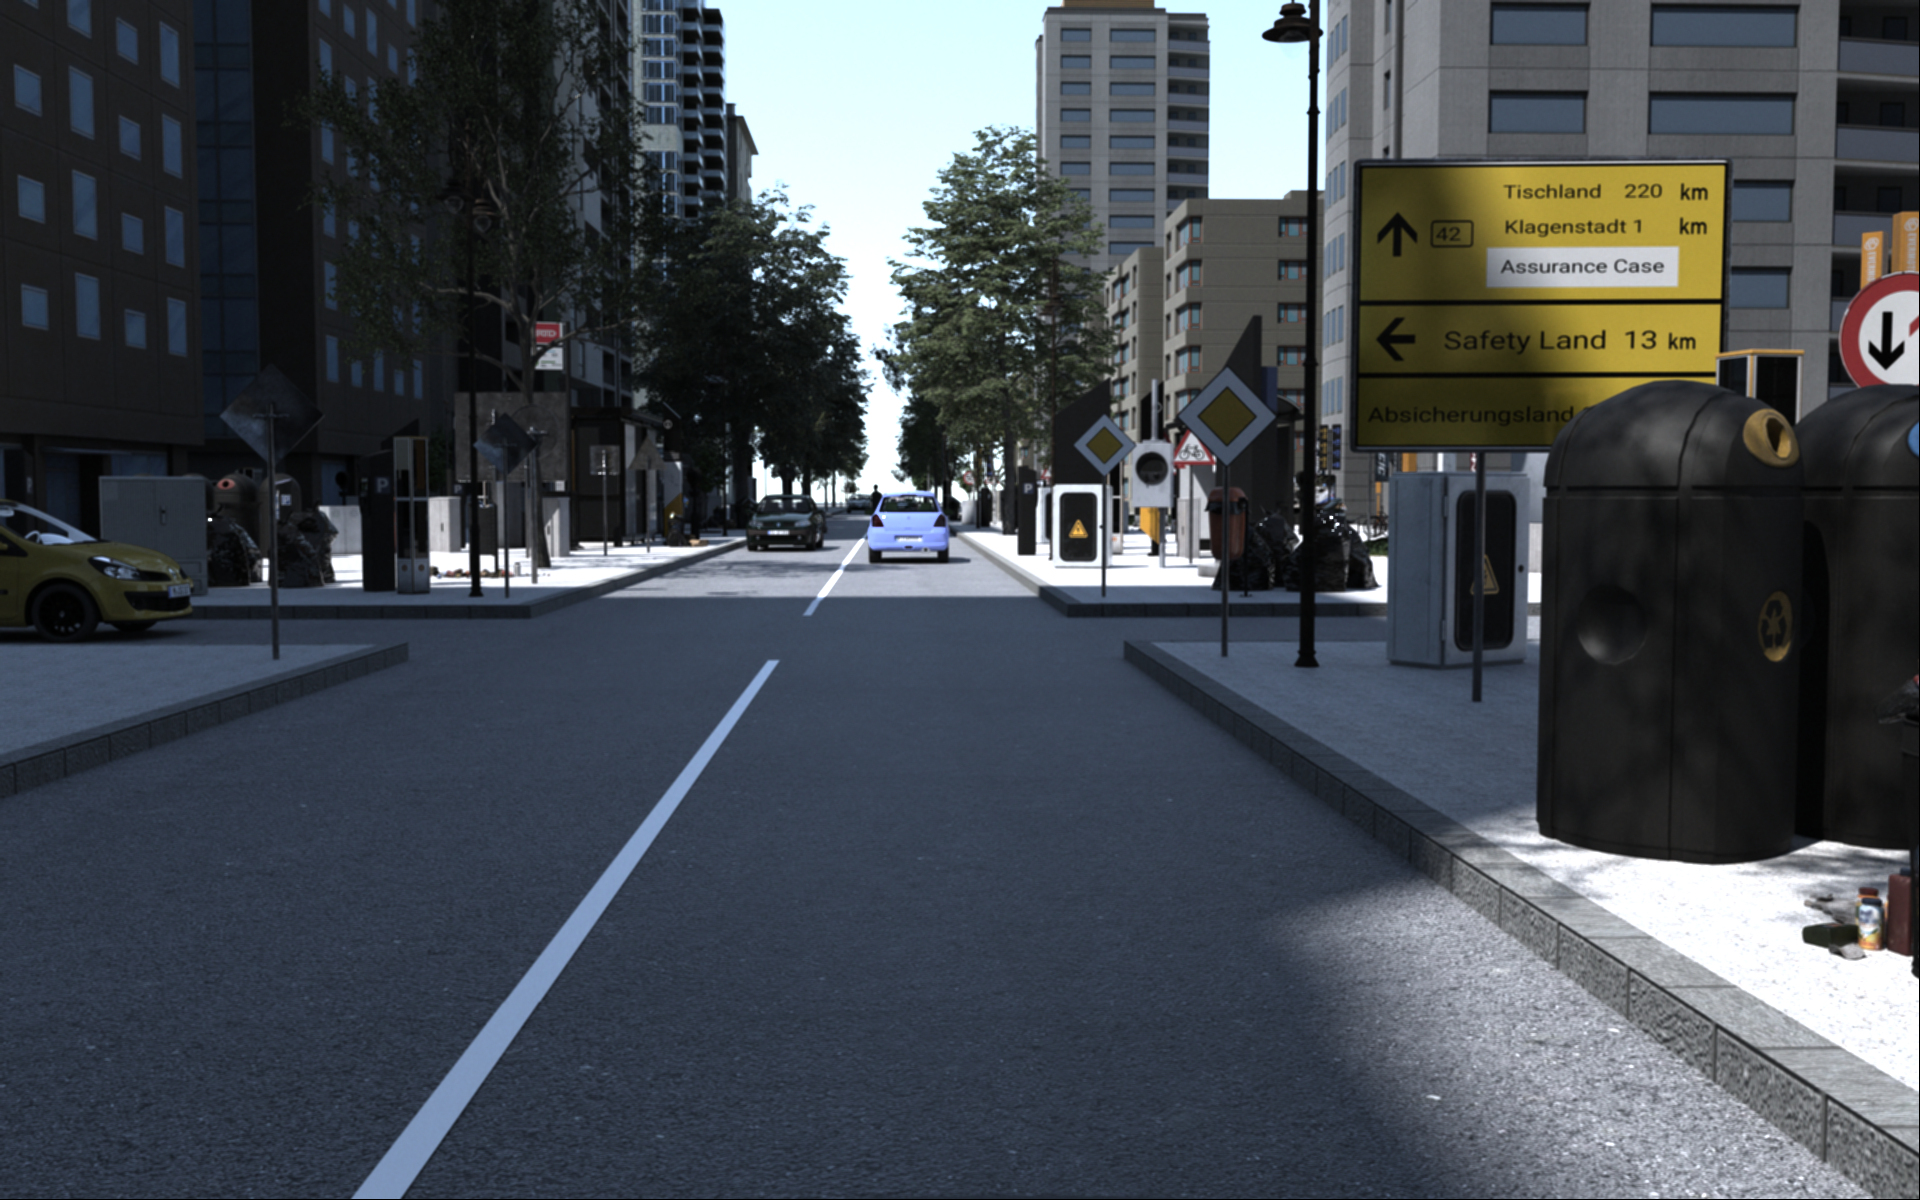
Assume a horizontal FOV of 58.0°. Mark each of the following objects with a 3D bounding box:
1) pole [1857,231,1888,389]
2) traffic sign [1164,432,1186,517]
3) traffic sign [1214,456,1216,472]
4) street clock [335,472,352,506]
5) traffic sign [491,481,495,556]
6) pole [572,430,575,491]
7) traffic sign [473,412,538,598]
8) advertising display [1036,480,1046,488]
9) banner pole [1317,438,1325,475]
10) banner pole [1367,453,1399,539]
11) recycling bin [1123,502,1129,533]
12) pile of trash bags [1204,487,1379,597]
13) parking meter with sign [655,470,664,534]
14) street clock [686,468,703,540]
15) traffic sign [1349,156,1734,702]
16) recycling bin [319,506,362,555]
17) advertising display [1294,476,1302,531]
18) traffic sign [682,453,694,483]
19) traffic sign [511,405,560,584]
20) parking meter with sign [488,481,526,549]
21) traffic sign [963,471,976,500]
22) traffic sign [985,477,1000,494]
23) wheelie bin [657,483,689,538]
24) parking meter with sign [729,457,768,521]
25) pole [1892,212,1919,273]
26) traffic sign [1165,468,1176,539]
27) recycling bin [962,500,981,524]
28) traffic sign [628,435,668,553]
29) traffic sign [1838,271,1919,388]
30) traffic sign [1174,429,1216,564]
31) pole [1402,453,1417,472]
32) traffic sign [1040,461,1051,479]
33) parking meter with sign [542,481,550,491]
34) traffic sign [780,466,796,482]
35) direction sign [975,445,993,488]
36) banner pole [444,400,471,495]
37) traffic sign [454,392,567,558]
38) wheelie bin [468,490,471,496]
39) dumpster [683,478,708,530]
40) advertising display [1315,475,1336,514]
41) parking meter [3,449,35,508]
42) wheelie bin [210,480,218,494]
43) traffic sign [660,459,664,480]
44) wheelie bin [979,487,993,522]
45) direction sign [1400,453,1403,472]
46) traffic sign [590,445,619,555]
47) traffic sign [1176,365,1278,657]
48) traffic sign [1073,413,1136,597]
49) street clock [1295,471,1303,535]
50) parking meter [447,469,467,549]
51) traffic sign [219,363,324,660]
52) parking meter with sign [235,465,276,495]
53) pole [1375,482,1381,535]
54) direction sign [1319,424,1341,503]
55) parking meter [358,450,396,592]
[{"bbox_3d":[7.139,-1.209,13.603,0.158,3.312,0.155,0,3,0],"label":"pole"},{"bbox_3d":[4.262,-2.212,36.167,0.884,2.594,0.081,0,4,4],"label":"traffic sign"},{"bbox_3d":[5.200,-1.922,33.561,0.606,2.300,0.079,0,4,1],"label":"traffic sign"},{"bbox_3d":[-19.967,-3.154,56.130,0.471,2.002,0.358,1,4,23],"label":"street clock"},{"bbox_3d":[-9.609,-2.179,35.625,0.884,2.594,0.081,0,4,3],"label":"traffic sign"},{"bbox_3d":[-10.749,-3.311,47.975,0.158,3.312,0.155,0,3,0],"label":"pole"},{"bbox_3d":[-5.595,-1.083,21.352,0.795,2.450,0.064,0,4,-2],"label":"traffic sign"},{"bbox_3d":[4.189,-5.078,88.242,0.123,1.923,0.974,1,4,22],"label":"advertising display"},{"bbox_3d":[13.886,-4.754,67.743,0.863,3.779,0.401,2,4,27],"label":"banner pole"},{"bbox_3d":[10.496,-3.277,43.597,0.863,3.779,0.401,-2,4,-27],"label":"banner pole"},{"bbox_3d":[5.132,-2.761,57.692,0.722,1.027,0.722,-3,5,-43],"label":"recycling bin"},{"bbox_3d":[4.181,-0.808,22.961,1.912,1.369,3.447,2,4,34],"label":"pile of trash bags"},{"bbox_3d":[-9.859,-3.629,55.599,1.738,3.016,0.543,0,4,4],"label":"parking meter with sign"},{"bbox_3d":[-7.408,-2.678,48.361,0.471,2.002,0.358,3,5,44],"label":"street clock"},{"bbox_3d":[3.521,-1.023,10.595,2.265,3.308,0.079,0,4,2],"label":"traffic sign"},{"bbox_3d":[-13.133,-1.479,36.730,0.722,1.027,0.722,-2,4,-34],"label":"recycling bin"},{"bbox_3d":[11.541,-3.389,60.625,0.123,1.923,0.974,-3,5,-44],"label":"advertising display"},{"bbox_3d":[-8.686,-3.304,54.134,0.768,2.556,0.104,0,4,6],"label":"traffic sign"},{"bbox_3d":[-6.087,-1.504,24.705,0.768,2.556,0.104,0,4,5],"label":"traffic sign"},{"bbox_3d":[-10.674,-2.730,40.891,0.543,3.016,1.738,1,4,17],"label":"parking meter with sign"},{"bbox_3d":[0.557,-5.853,95.804,0.768,2.556,0.104,0,4,6],"label":"traffic sign"},{"bbox_3d":[1.681,-5.571,91.094,0.884,2.594,0.081,0,4,7],"label":"traffic sign"},{"bbox_3d":[-8.489,-2.643,51.117,0.980,1.594,0.693,0,4,-4],"label":"wheelie bin"},{"bbox_3d":[-9.895,-5.183,81.002,1.738,3.016,0.543,-1,4,-20],"label":"parking meter with sign"},{"bbox_3d":[6.873,-1.151,12.655,0.158,3.312,0.155,0,3,0],"label":"pole"},{"bbox_3d":[5.653,-2.924,47.816,0.884,2.594,0.081,0,4,1],"label":"traffic sign"},{"bbox_3d":[0.554,-3.725,73.453,0.722,1.027,0.722,3,5,44],"label":"recycling bin"},{"bbox_3d":[-6.823,-2.315,37.861,0.884,2.594,0.081,0,4,7],"label":"traffic sign"},{"bbox_3d":[5.414,-0.605,10.006,0.768,2.556,0.104,0,4,1],"label":"traffic sign"},{"bbox_3d":[4.238,-1.941,31.738,0.884,2.594,0.081,0,4,2],"label":"traffic sign"},{"bbox_3d":[6.731,-1.963,25.941,0.158,3.312,0.155,0,3,0],"label":"pole"},{"bbox_3d":[3.236,-3.692,60.366,0.884,2.594,0.081,0,3,0],"label":"traffic sign"},{"bbox_3d":[-18.476,-4.899,76.361,0.543,3.016,1.738,3,5,40],"label":"parking meter with sign"},{"bbox_3d":[-7.834,-4.818,78.886,0.768,2.556,0.104,0,4,5],"label":"traffic sign"},{"bbox_3d":[1.131,-5.418,80.580,0.876,3.537,0.379,1,4,22],"label":"direction sign"},{"bbox_3d":[-13.424,-3.429,46.077,0.863,3.779,0.401,1,4,12],"label":"banner pole"},{"bbox_3d":[-8.972,-2.489,34.576,2.265,3.308,0.079,0,4,5],"label":"traffic sign"},{"bbox_3d":[-18.534,-3.584,66.500,0.693,1.594,0.980,-1,4,-21],"label":"wheelie bin"},{"bbox_3d":[-9.756,-3.457,62.282,1.264,1.857,1.865,0,4,-2],"label":"dumpster"},{"bbox_3d":[11.928,-3.179,57.195,0.974,1.923,0.123,-1,4,-12],"label":"advertising display"},{"bbox_3d":[-12.320,-1.040,22.713,0.255,1.863,0.399,-1,4,-11],"label":"parking meter"},{"bbox_3d":[-17.163,-1.945,39.714,0.693,1.594,0.980,0,4,8],"label":"wheelie bin"},{"bbox_3d":[-8.420,-2.945,50.281,0.606,2.300,0.079,0,4,7],"label":"traffic sign"},{"bbox_3d":[1.216,-4.382,79.550,0.693,1.594,0.980,1,4,14],"label":"wheelie bin"},{"bbox_3d":[15.886,-4.298,62.267,0.379,3.537,0.876,0,4,7],"label":"direction sign"},{"bbox_3d":[-7.428,-2.086,36.240,0.606,2.300,0.079,0,4,-1],"label":"traffic sign"},{"bbox_3d":[2.087,-0.610,13.622,0.795,2.450,0.064,0,4,-2],"label":"traffic sign"},{"bbox_3d":[1.795,-1.098,21.602,0.795,2.450,0.064,0,4,-2],"label":"traffic sign"},{"bbox_3d":[10.733,-3.035,54.185,0.471,2.002,0.358,-1,4,-19],"label":"street clock"},{"bbox_3d":[-11.855,-2.146,40.806,0.399,1.863,0.255,-3,4,-37],"label":"parking meter"},{"bbox_3d":[-5.303,-0.595,13.373,0.795,2.450,0.064,0,4,-2],"label":"traffic sign"},{"bbox_3d":[-21.358,-3.408,51.981,0.543,3.016,1.738,3,5,44],"label":"parking meter with sign"},{"bbox_3d":[13.150,-3.706,54.431,0.158,3.312,0.155,0,3,0],"label":"pole"},{"bbox_3d":[12.059,-3.946,56.516,0.379,3.537,0.876,-3,4,-38],"label":"direction sign"},{"bbox_3d":[-7.674,-1.046,22.806,0.255,1.863,0.399,3,5,42],"label":"parking meter"}]
